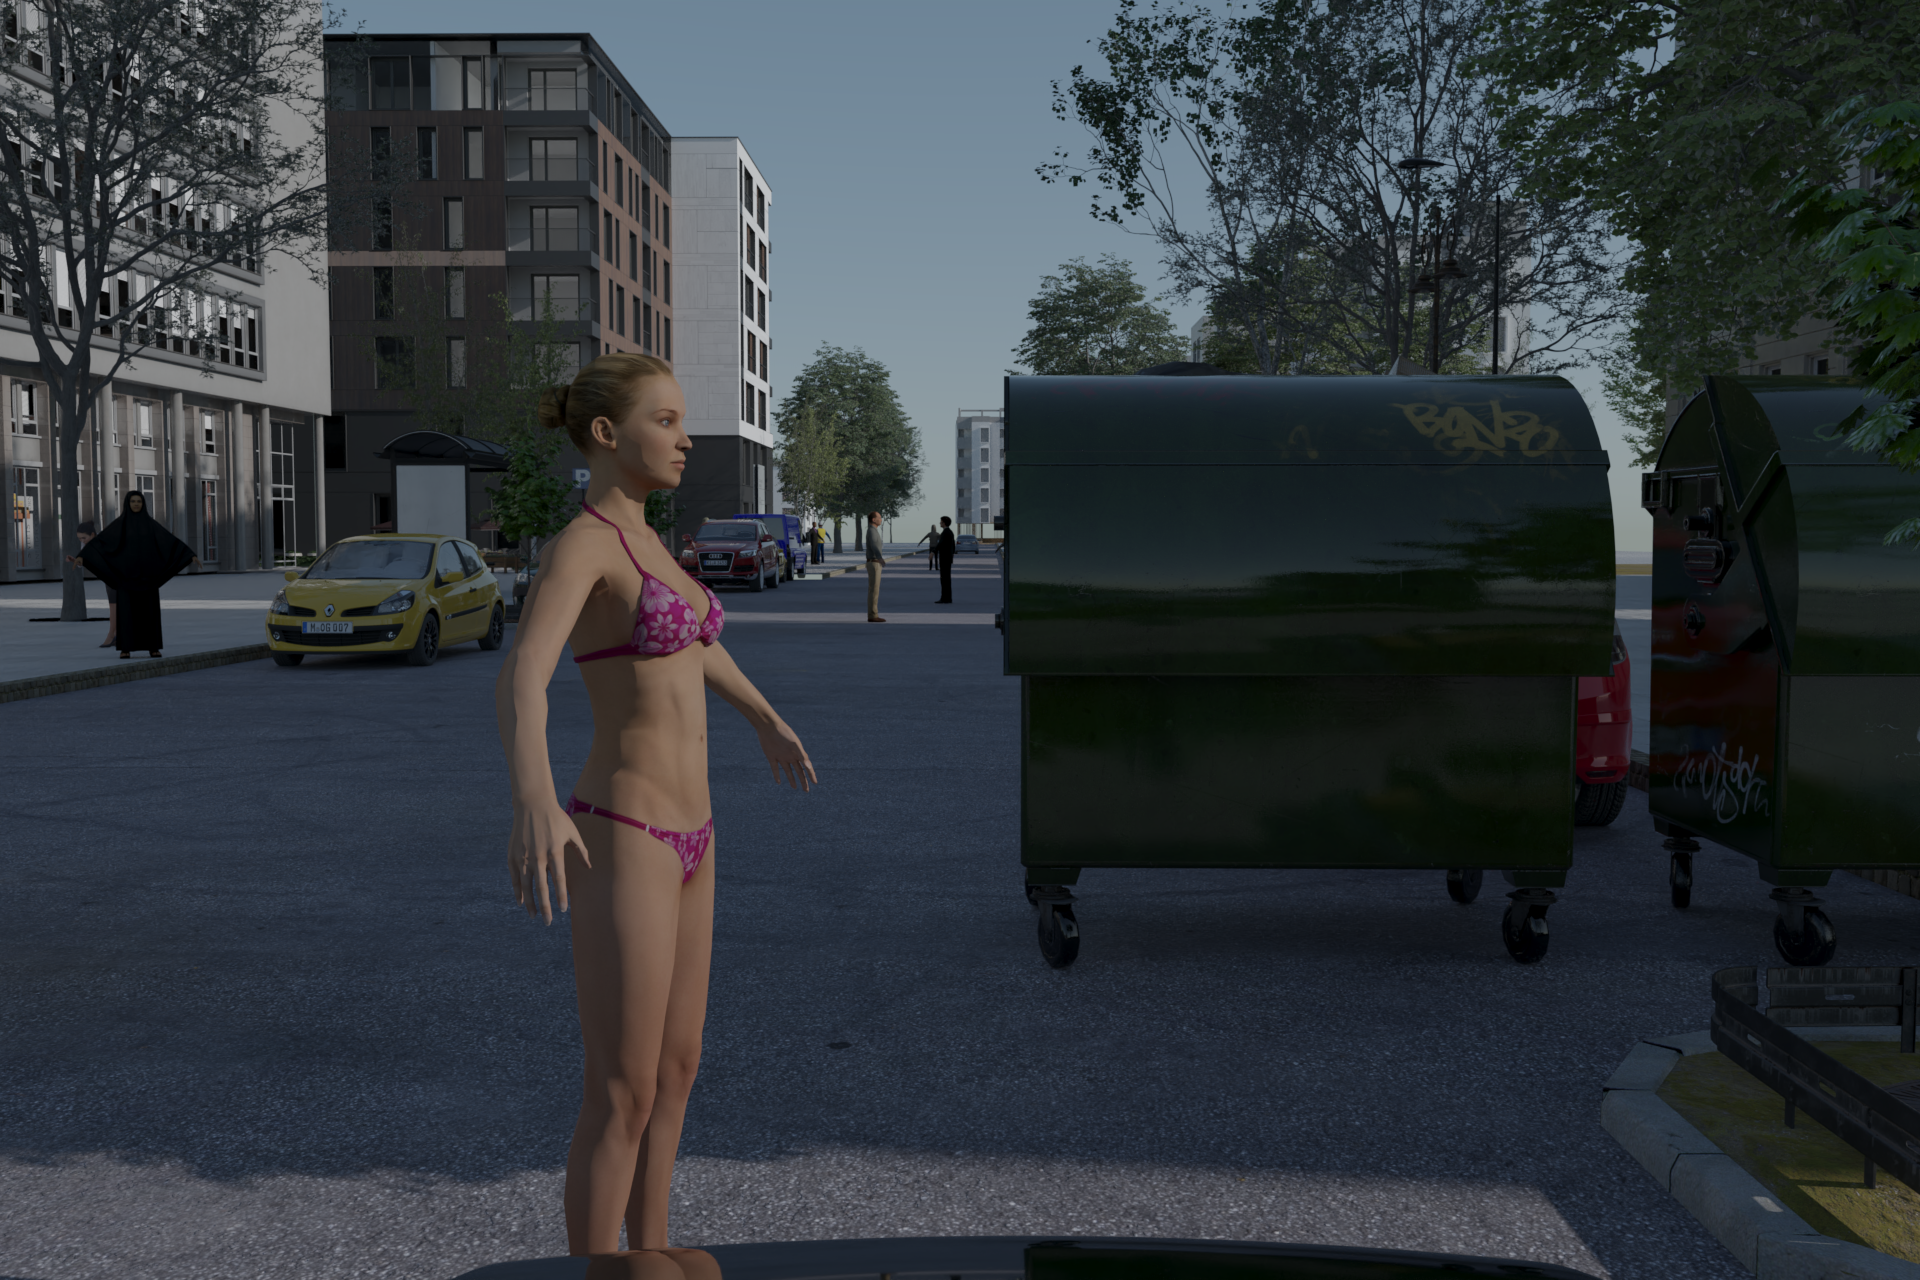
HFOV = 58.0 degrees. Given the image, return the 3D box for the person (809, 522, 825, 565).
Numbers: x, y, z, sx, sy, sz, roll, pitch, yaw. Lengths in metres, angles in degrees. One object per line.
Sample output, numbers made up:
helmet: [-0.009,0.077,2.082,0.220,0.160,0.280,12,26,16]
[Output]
person: [-6.076,-4.050,72.448,0.704,1.802,1.346,2,4,27]

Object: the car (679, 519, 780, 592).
car: [-5.845,-2.179,44.294,2.281,1.827,5.304,0,4,1]

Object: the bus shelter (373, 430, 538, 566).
bus shelter: [-10.365,-2.600,36.438,2.014,3.302,5.546,0,4,1]

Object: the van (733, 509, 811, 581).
van: [-6.004,-3.078,54.716,2.240,2.365,5.245,0,4,1]

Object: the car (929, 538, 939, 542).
car: [-1.411,-7.637,134.651,2.009,1.686,4.222,0,4,1]

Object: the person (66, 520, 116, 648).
person: [-9.712,-0.633,19.585,0.628,1.438,0.799,-1,4,-21]

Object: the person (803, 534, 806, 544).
person: [-6.444,-3.713,67.436,0.721,1.740,1.216,3,5,44]

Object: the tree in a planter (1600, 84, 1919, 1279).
tree in a planter: [2.535,-0.396,3.692,1.991,3.239,1.994,0,4,1]

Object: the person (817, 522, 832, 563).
person: [-6.214,-4.332,76.792,1.349,1.833,0.705,-3,4,-39]

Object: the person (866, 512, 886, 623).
person: [-1.370,-1.190,28.184,0.705,1.796,1.348,0,4,-6]

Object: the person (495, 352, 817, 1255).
person: [-0.471,0.388,2.916,0.721,1.733,1.217,1,4,11]

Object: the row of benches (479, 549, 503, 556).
row of benches: [-20.354,-3.294,69.322,4.104,0.672,1.422,-2,4,-28]

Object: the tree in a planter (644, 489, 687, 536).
tree in a planter: [-6.581,-2.333,35.371,1.991,3.239,1.994,0,4,1]

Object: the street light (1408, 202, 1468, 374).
street light: [6.732,-3.167,24.561,0.468,5.910,1.993,0,4,1]

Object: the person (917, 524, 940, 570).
person: [-1.029,-3.650,68.260,1.348,1.813,0.705,1,4,8]

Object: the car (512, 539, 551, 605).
car: [-6.594,-1.265,30.464,2.009,1.686,4.222,0,4,1]

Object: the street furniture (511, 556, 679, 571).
street furniture: [-12.859,-2.908,63.170,5.734,0.657,10.072,0,4,3]

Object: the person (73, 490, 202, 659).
person: [-8.480,-0.678,17.871,1.214,1.737,0.721,-2,4,-32]

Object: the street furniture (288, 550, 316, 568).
street furniture: [-29.071,-3.160,67.288,10.072,0.657,5.734,-1,4,-15]

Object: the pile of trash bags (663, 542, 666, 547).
pile of trash bags: [-9.892,-2.628,52.713,1.912,1.369,3.447,0,4,1]

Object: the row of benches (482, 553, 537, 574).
row of benches: [-15.082,-2.534,56.902,4.104,0.672,1.422,2,4,24]

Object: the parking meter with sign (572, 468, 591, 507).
parking meter with sign: [-9.977,-3.089,46.771,0.543,3.016,1.738,0,4,1]

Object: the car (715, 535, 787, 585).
car: [-6.011,-2.415,49.715,2.015,1.641,3.980,0,4,1]

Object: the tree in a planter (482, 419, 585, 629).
tree in a planter: [-6.722,-1.817,26.935,1.991,3.239,1.994,0,4,2]

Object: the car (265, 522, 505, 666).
car: [-6.564,-0.598,20.009,2.015,1.641,3.980,0,4,1]

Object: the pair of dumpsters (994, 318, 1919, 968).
pair of dumpsters: [2.338,-0.073,6.147,4.436,2.255,1.574,0,4,1]

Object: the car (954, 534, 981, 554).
car: [0.457,-6.794,123.092,2.014,1.417,4.499,0,4,0]

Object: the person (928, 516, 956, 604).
person: [-0.324,-1.659,35.770,0.705,1.806,1.347,1,4,19]

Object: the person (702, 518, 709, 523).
person: [-8.882,-3.361,60.739,0.705,1.856,1.354,0,4,-4]

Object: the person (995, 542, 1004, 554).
person: [1.607,-2.418,48.121,1.348,1.813,0.705,-2,4,-29]

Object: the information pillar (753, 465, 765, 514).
information pillar: [-6.871,-4.158,59.294,0.184,3.620,1.656,0,4,1]

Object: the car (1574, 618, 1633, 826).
car: [2.348,-0.058,9.992,2.155,1.783,4.494,0,4,1]
